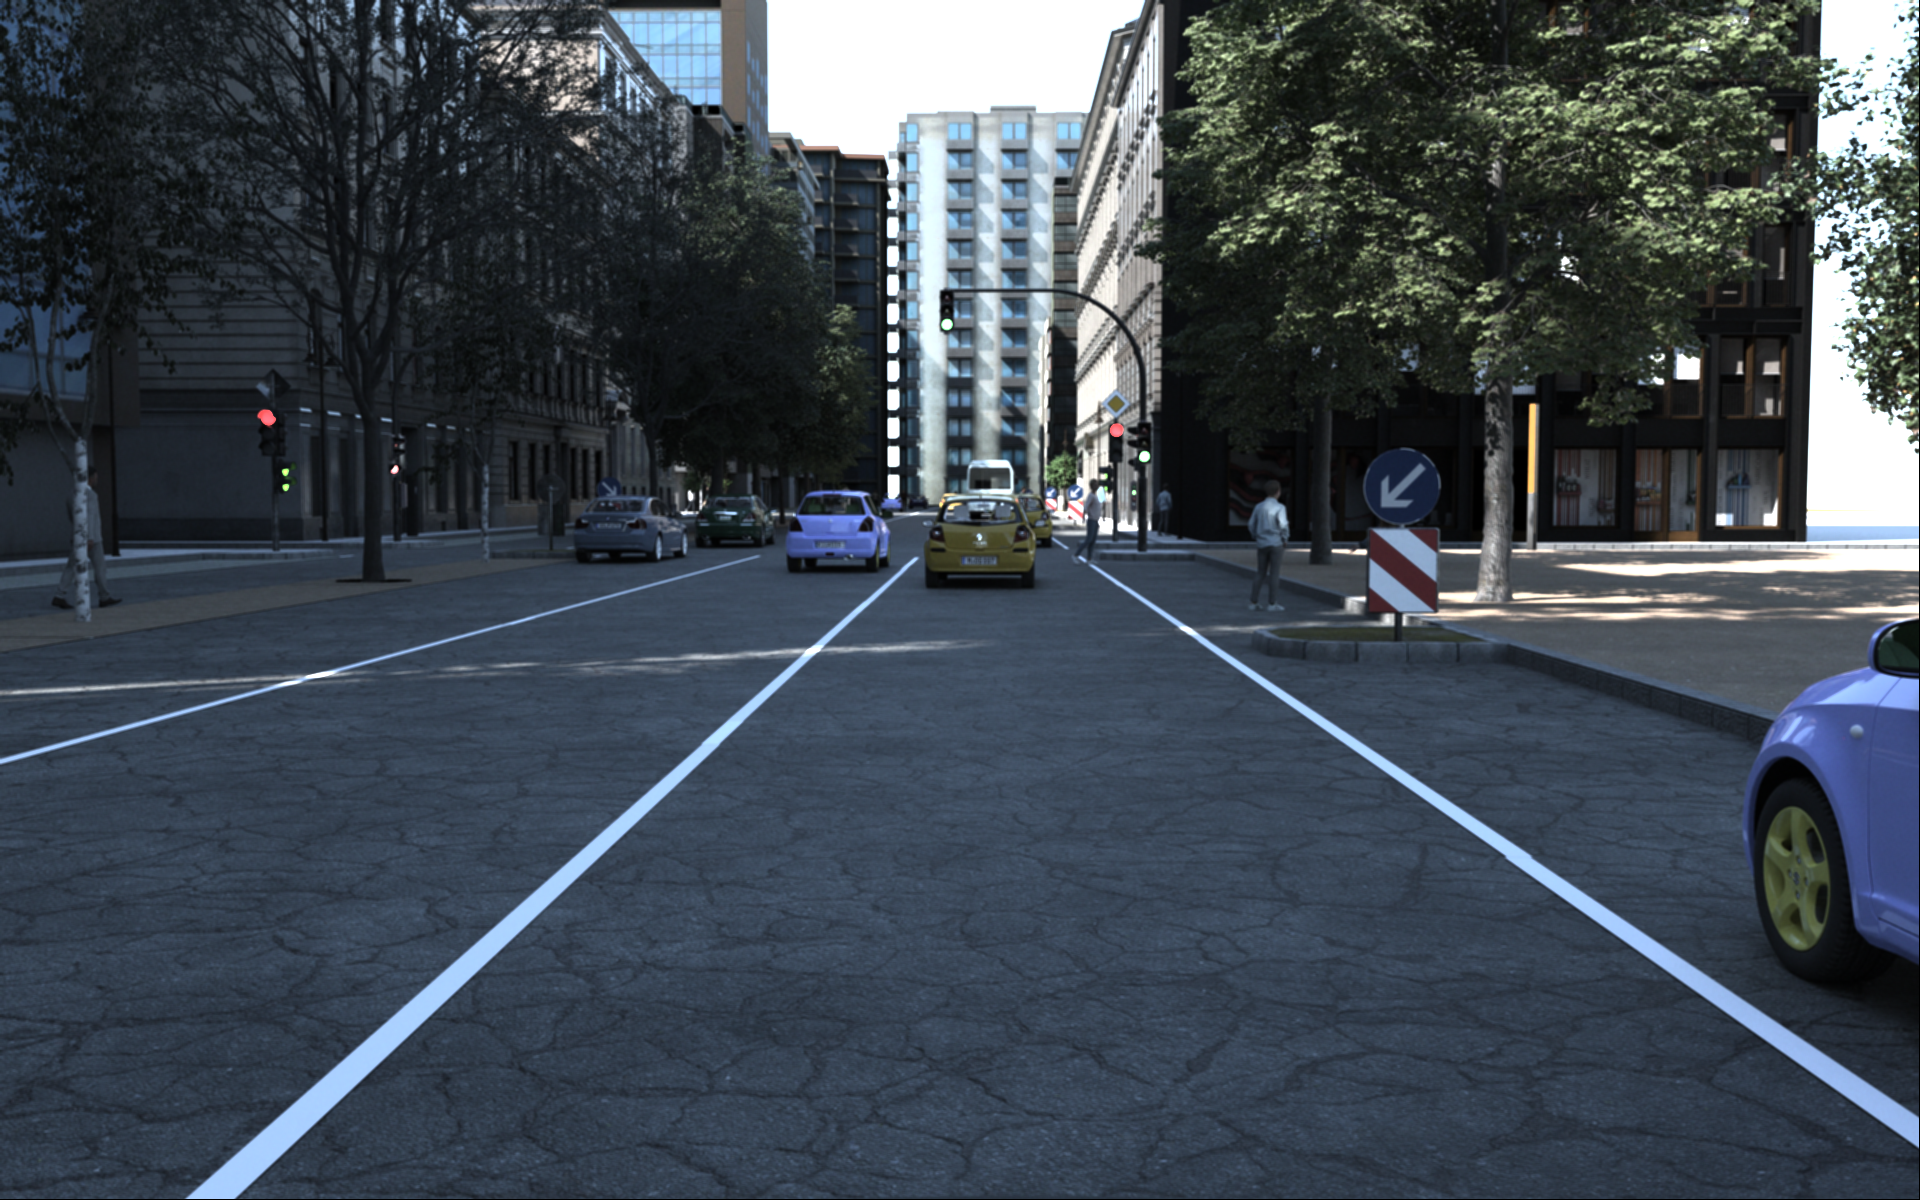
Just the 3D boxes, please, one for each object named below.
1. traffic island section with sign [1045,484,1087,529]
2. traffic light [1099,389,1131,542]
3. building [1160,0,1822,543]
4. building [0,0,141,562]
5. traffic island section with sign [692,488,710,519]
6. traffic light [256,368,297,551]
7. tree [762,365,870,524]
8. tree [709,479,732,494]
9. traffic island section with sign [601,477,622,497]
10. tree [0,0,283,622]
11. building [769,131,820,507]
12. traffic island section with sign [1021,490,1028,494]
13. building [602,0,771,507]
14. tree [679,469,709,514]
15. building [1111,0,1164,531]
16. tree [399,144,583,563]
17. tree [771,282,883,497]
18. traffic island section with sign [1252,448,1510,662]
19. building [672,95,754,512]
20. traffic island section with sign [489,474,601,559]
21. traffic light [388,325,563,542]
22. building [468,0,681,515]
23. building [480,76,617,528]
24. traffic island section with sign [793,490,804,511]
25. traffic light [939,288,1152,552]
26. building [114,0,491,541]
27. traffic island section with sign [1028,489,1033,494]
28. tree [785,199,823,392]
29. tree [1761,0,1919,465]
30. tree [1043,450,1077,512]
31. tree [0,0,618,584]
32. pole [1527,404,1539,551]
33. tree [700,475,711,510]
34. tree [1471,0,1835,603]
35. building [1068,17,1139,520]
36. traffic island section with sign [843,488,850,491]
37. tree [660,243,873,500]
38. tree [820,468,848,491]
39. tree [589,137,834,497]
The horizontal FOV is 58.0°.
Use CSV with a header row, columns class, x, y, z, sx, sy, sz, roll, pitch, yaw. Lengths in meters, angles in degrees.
class,x,y,z,sx,sy,sz,roll,pitch,yaw
traffic island section with sign,4.594,-3.824,71.155,1.989,1.847,2.006,0,4,1
traffic light,4.156,-3.518,46.446,0.839,4.253,0.868,0,4,1
building,14.536,-13.553,51.275,15.834,23.373,12.332,0,4,1
building,-24.779,-23.183,29.145,14.200,45.320,14.600,0,4,1
traffic island section with sign,-14.109,-5.507,98.663,1.989,1.847,2.006,0,4,1
traffic light,-15.328,-3.048,38.748,0.839,4.253,0.868,0,4,1
tree,-8.362,-8.870,81.900,8.767,10.594,7.601,0,4,1
tree,-16.916,-7.759,121.457,1.663,3.219,1.824,0,3,0
traffic island section with sign,-9.248,-2.342,46.430,2.006,1.907,1.989,0,4,1
tree,-9.841,-4.071,19.383,4.360,8.622,3.978,0,3,0
building,-27.345,-29.931,181.245,23.993,40.220,32.217,0,4,1
traffic island section with sign,6.226,-10.191,175.253,1.989,1.847,2.006,0,4,1
building,-23.460,-30.125,142.662,14.600,45.320,14.200,0,4,1
tree,-17.095,-7.086,110.458,1.663,3.219,1.824,0,3,0
building,11.450,-13.400,68.237,9.793,20.994,18.267,0,4,1
tree,-9.863,-5.083,35.924,4.360,8.622,3.978,0,3,0
tree,-8.225,-10.474,91.826,7.486,12.596,7.792,0,3,0
traffic island section with sign,3.723,-0.435,15.742,1.989,1.847,2.006,0,4,1
building,-23.221,-21.852,128.982,14.160,30.474,14.107,0,4,1
traffic island section with sign,-9.373,-1.889,39.024,2.006,1.907,1.989,0,4,1
traffic light,-13.110,-4.408,46.735,4.771,5.953,1.251,0,4,1
building,-23.370,-18.818,93.577,13.634,28.700,20.117,0,4,1
building,-21.755,-12.817,74.179,10.561,19.102,19.286,0,4,1
traffic island section with sign,-13.316,-8.607,149.355,1.989,1.847,2.006,0,4,1
traffic light,1.938,-3.895,38.354,4.771,5.953,1.251,0,4,1
building,-22.374,-12.614,55.387,9.793,20.994,18.267,0,4,1
traffic island section with sign,5.009,-5.483,98.267,1.989,1.847,2.006,0,4,1
tree,-9.259,-8.510,51.958,12.009,13.543,11.850,0,3,0
tree,19.427,-6.950,30.640,9.611,12.733,9.660,0,3,0
tree,7.781,-8.744,126.675,4.285,4.588,4.351,0,3,0
tree,-9.468,-7.014,27.498,12.009,13.543,11.850,0,3,0
pole,12.991,-2.778,39.260,0.158,3.312,0.155,0,3,0
tree,-16.834,-10.009,114.006,4.360,8.622,3.978,0,3,0
tree,6.297,-6.277,20.762,7.486,12.596,7.792,0,3,0
building,15.727,-19.733,99.043,17.030,29.872,44.131,0,4,1
traffic island section with sign,-8.081,-6.937,121.560,2.006,1.907,1.989,0,4,1
tree,-8.616,-9.396,73.098,9.611,12.733,9.660,0,3,0
tree,-8.450,-9.379,106.173,4.737,8.622,4.395,0,3,0
tree,-8.920,-9.409,62.953,9.857,13.997,8.962,0,3,0
